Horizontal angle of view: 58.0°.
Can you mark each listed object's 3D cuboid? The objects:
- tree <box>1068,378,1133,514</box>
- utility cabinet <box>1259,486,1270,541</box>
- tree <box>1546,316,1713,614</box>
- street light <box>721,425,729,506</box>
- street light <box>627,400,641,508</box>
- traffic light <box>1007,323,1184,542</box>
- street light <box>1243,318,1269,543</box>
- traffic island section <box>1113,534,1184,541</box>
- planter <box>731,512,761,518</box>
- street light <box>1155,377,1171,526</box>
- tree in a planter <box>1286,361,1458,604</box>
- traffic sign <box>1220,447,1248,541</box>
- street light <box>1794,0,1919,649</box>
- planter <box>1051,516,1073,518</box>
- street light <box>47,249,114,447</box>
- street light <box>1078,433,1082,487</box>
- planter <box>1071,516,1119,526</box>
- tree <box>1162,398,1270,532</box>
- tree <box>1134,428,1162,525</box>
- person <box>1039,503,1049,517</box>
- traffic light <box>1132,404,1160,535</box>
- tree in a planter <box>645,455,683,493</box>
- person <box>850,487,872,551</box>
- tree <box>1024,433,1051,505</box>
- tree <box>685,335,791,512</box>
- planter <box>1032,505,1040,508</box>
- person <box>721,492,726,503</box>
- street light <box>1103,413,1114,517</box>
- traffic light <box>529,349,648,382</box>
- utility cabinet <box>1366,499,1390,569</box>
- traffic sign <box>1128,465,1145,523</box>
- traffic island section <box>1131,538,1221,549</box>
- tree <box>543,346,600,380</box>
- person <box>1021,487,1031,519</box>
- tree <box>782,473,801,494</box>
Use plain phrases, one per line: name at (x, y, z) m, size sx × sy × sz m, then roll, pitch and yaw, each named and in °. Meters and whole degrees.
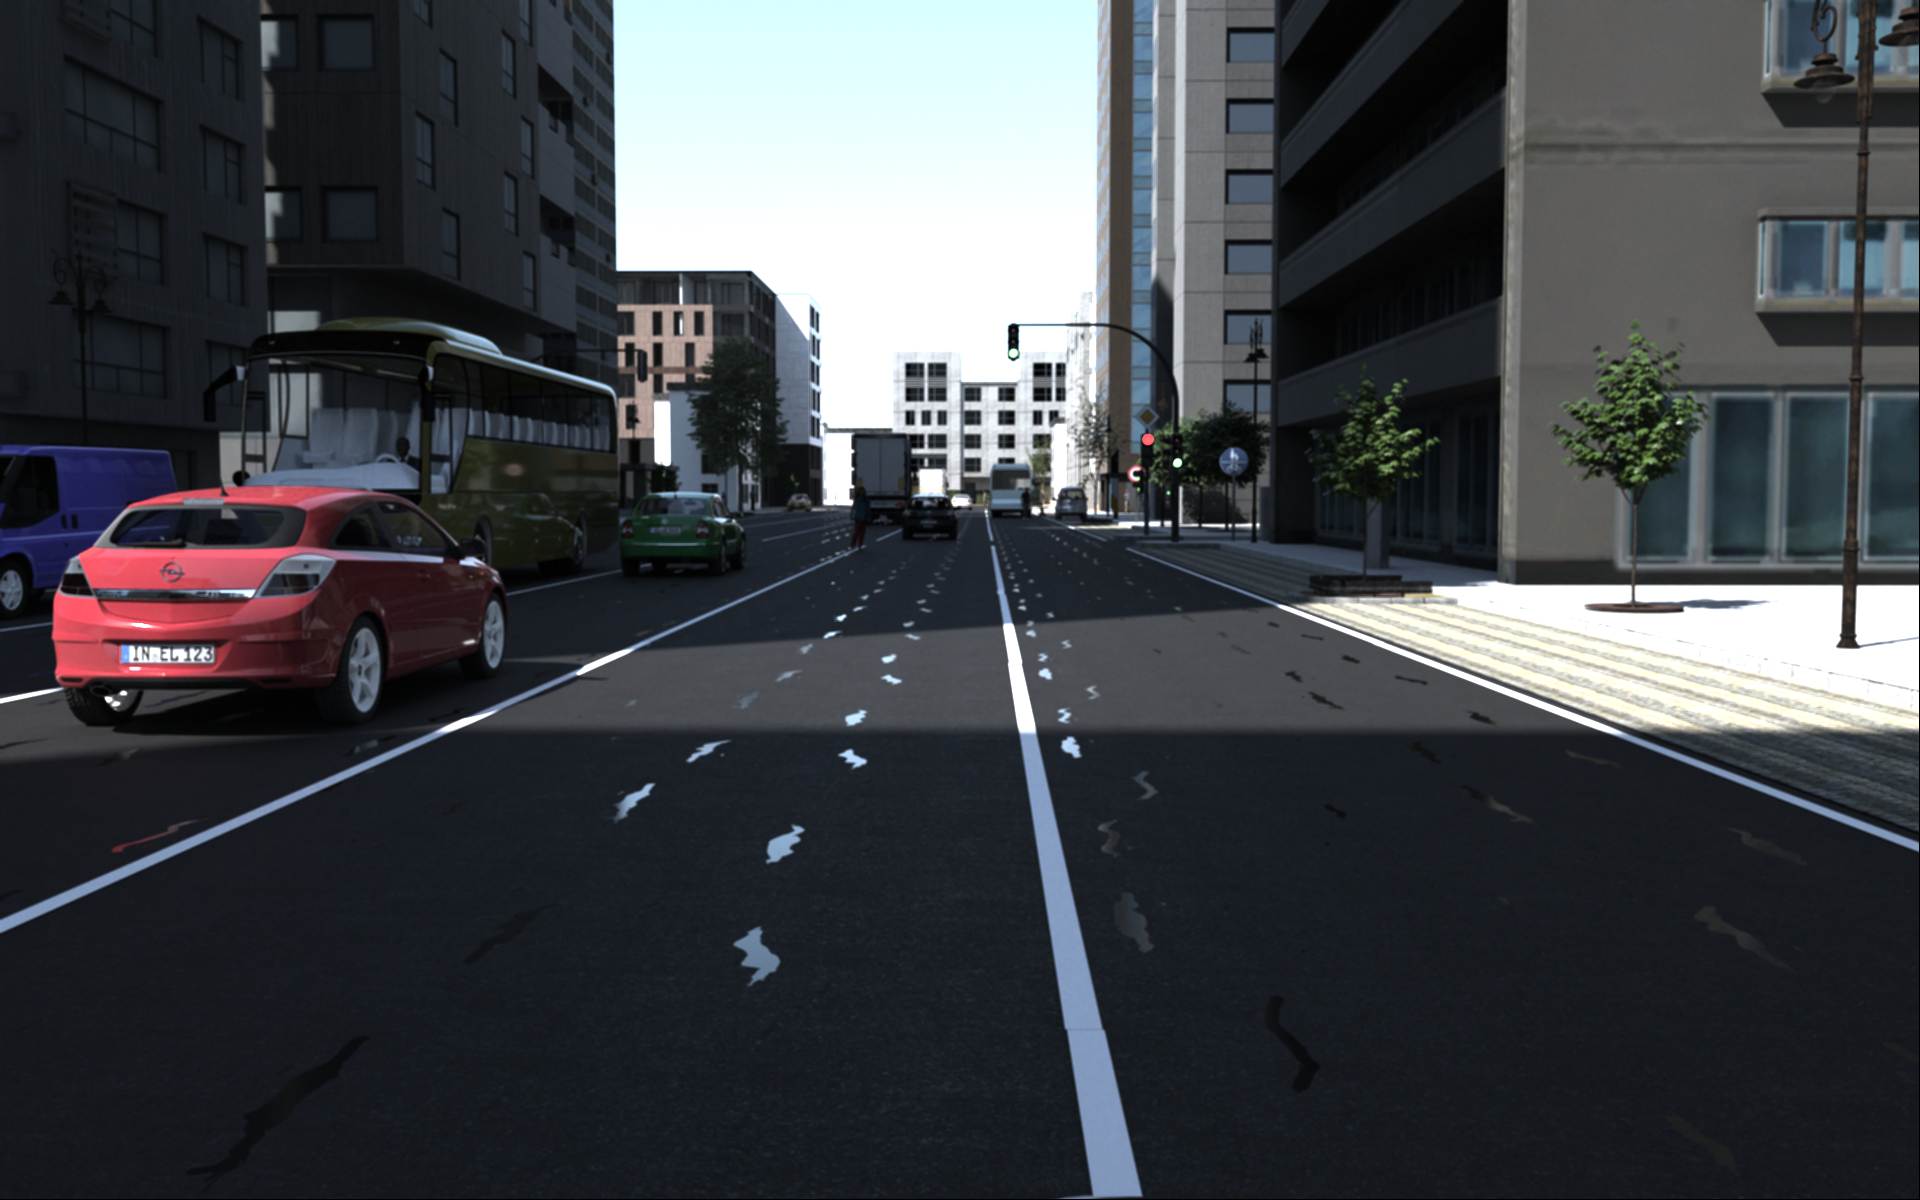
tree at (8.740, -9.769, 110.089) m, size 4.360 × 8.622 × 3.978 m, roll 0°, pitch 3°, yaw 0°
utility cabinet at (8.754, -2.346, 47.043) m, size 1.173 × 1.500 × 0.318 m, roll 0°, pitch 4°, yaw -4°
tree at (7.301, -1.496, 19.060) m, size 1.663 × 3.219 × 1.824 m, roll 0°, pitch 3°, yaw 0°
street light at (-15.605, -8.727, 115.475) m, size 0.468 × 5.910 × 1.993 m, roll 0°, pitch 4°, yaw 1°
street light at (-15.982, -6.859, 84.931) m, size 0.468 × 5.910 × 1.993 m, roll 0°, pitch 4°, yaw 1°
traffic light at (3.634, -4.369, 46.100) m, size 4.771 × 5.953 × 1.251 m, roll 0°, pitch 4°, yaw 1°
street light at (7.774, -4.454, 45.615) m, size 0.468 × 5.910 × 1.993 m, roll 0°, pitch 4°, yaw 1°
traffic island section at (5.871, -1.959, 54.312) m, size 2.009 × 0.180 × 2.903 m, roll 0°, pitch 4°, yaw 1°
planter at (-13.347, -5.240, 106.816) m, size 1.991 × 0.319 × 1.994 m, roll 0°, pitch 4°, yaw 1°
street light at (8.028, -5.856, 68.530) m, size 0.468 × 5.910 × 1.993 m, roll 0°, pitch 4°, yaw 1°
tree in a planter at (5.466, -1.594, 23.281) m, size 1.991 × 3.239 × 1.994 m, roll 0°, pitch 4°, yaw 1°
traffic sign at (7.449, -2.875, 47.119) m, size 0.768 × 2.556 × 0.104 m, roll 0°, pitch 4°, yaw 7°
street light at (7.394, -2.536, 14.245) m, size 0.468 × 5.910 × 1.993 m, roll 0°, pitch 4°, yaw 1°
planter at (6.551, -5.187, 105.941) m, size 1.991 × 0.319 × 1.994 m, roll 0°, pitch 4°, yaw 1°
street light at (-16.629, -3.676, 32.893) m, size 0.468 × 5.910 × 1.993 m, roll 0°, pitch 4°, yaw 1°
street light at (8.915, -9.552, 128.960) m, size 0.468 × 5.910 × 1.993 m, roll 0°, pitch 4°, yaw 1°
planter at (6.197, -3.539, 79.000) m, size 1.991 × 0.319 × 1.994 m, roll 0°, pitch 4°, yaw 1°
tree at (9.266, -4.633, 59.471) m, size 4.285 × 4.588 × 4.351 m, roll 0°, pitch 3°, yaw 0°
tree at (8.968, -4.967, 64.929) m, size 4.285 × 4.588 × 4.351 m, roll 0°, pitch 3°, yaw 0°
person at (5.355, -5.751, 110.452) m, size 0.695 × 0.859 × 0.347 m, roll 2°, pitch 4°, yaw 26°
traffic light at (5.831, -3.993, 54.198) m, size 0.839 × 4.253 × 0.868 m, roll 0°, pitch 4°, yaw 1°
tree in a planter at (-13.704, -5.033, 79.506) m, size 1.991 × 3.239 × 1.994 m, roll 0°, pitch 4°, yaw 1°
person at (-2.516, -2.054, 43.789) m, size 0.593 × 1.614 × 0.444 m, roll -1°, pitch 4°, yaw -12°
tree at (9.772, -15.681, 206.751) m, size 4.737 × 8.622 × 4.395 m, roll 0°, pitch 3°, yaw 0°
tree at (-16.213, -12.611, 124.312) m, size 7.486 × 12.596 × 7.792 m, roll 0°, pitch 3°, yaw 0°
planter at (7.572, -9.963, 184.028) m, size 1.991 × 0.319 × 1.994 m, roll 0°, pitch 4°, yaw 1°
person at (-16.060, -6.602, 117.213) m, size 0.726 × 1.434 × 0.776 m, roll -2°, pitch 4°, yaw -26°
street light at (8.455, -7.704, 98.745) m, size 0.468 × 5.910 × 1.993 m, roll 0°, pitch 4°, yaw 1°
traffic light at (-12.216, -4.880, 54.453) m, size 4.771 × 5.953 × 1.251 m, roll 0°, pitch 4°, yaw 1°
utility cabinet at (7.241, -1.157, 30.076) m, size 0.306 × 1.237 × 1.020 m, roll 1°, pitch 4°, yaw 21°
traffic sign at (7.855, -4.704, 77.020) m, size 0.768 × 2.556 × 0.104 m, roll 0°, pitch 4°, yaw 6°
traffic island section at (5.767, -1.471, 46.327) m, size 2.009 × 0.180 × 2.903 m, roll 0°, pitch 4°, yaw 1°
tree at (-19.693, -8.266, 85.511) m, size 4.360 × 8.622 × 3.978 m, roll 0°, pitch 3°, yaw 0°
person at (3.758, -5.499, 98.537) m, size 0.598 × 1.807 × 0.434 m, roll -1°, pitch 4°, yaw -19°
tree at (-15.105, -9.898, 156.435) m, size 1.663 × 3.219 × 1.824 m, roll 0°, pitch 3°, yaw 0°
